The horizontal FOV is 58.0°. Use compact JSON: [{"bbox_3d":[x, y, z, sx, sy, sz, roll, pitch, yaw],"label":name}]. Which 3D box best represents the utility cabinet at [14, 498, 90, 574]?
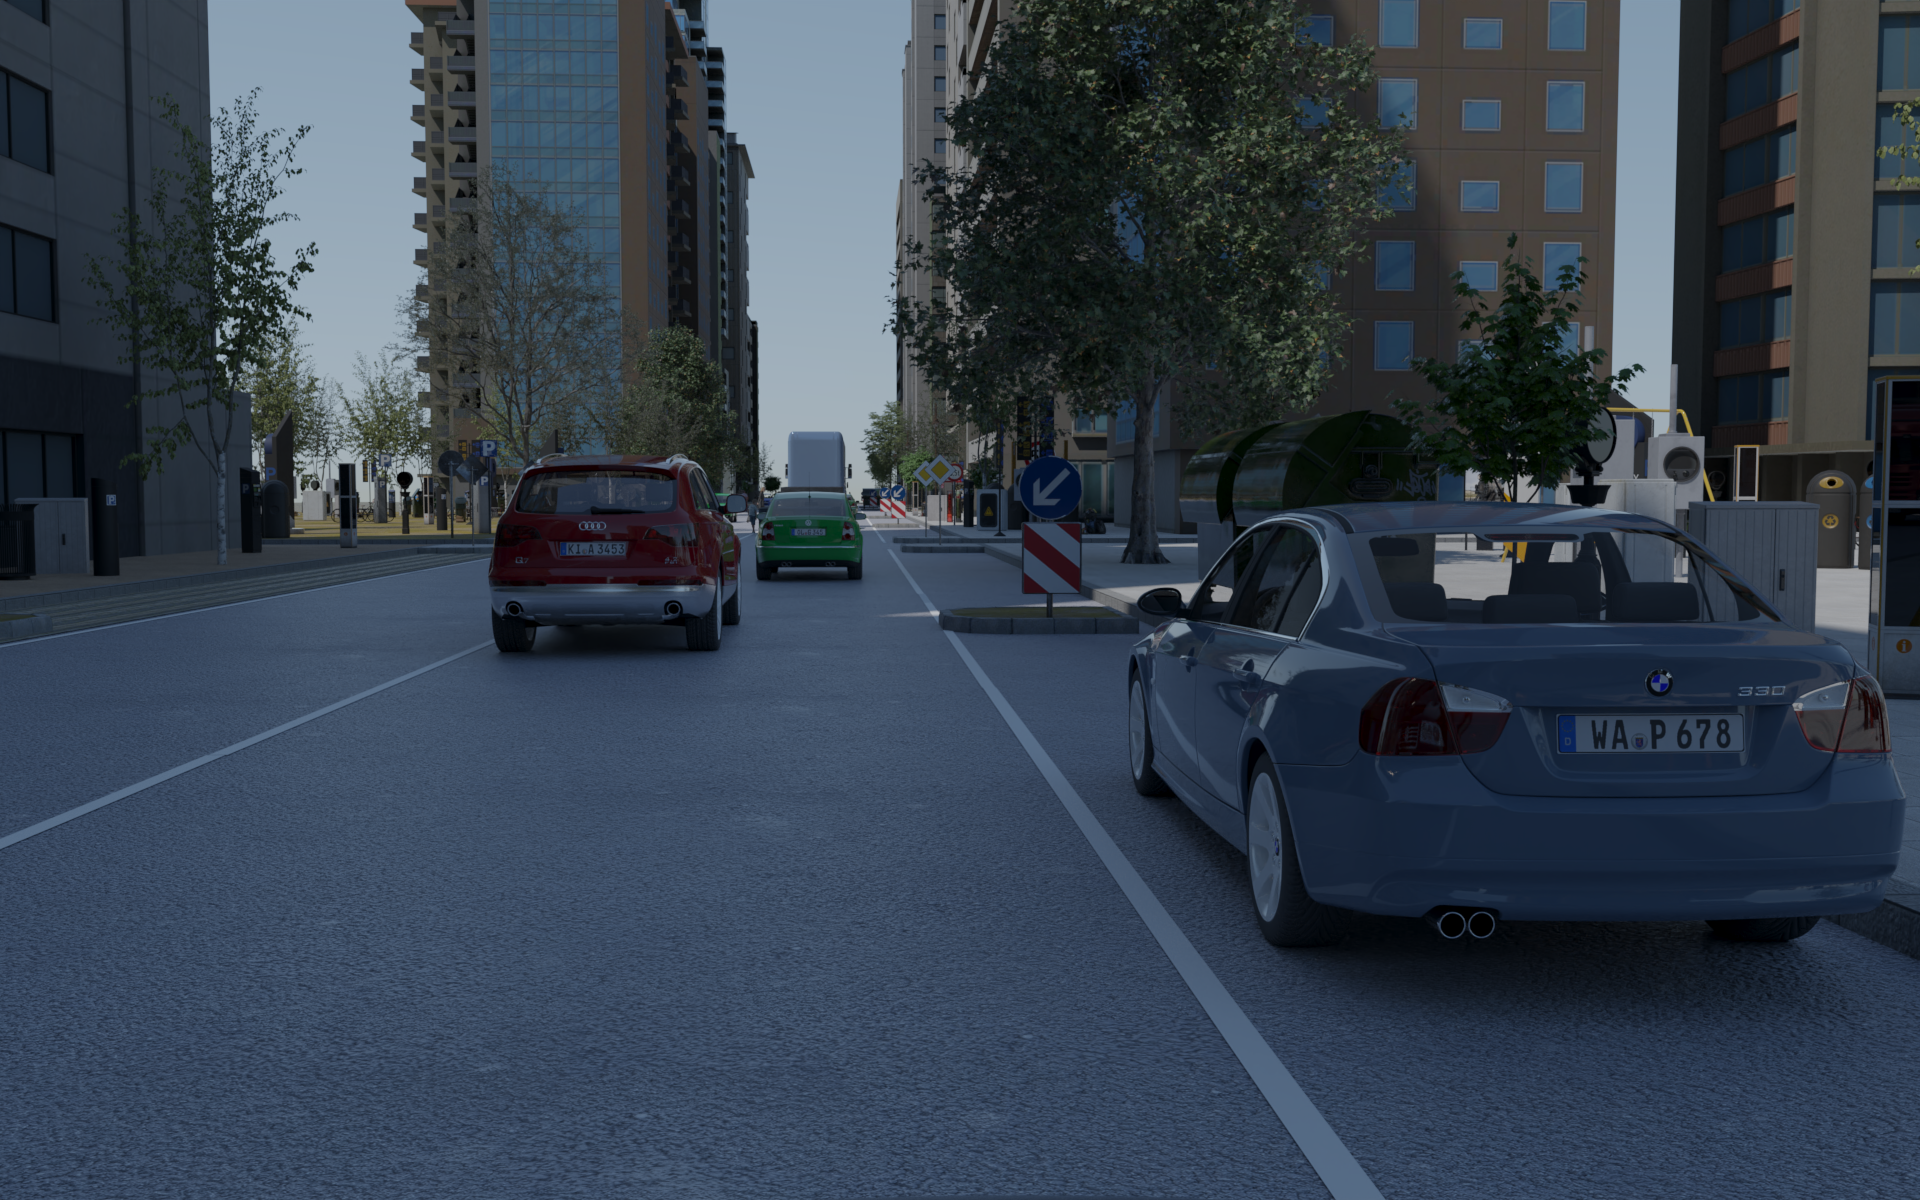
[{"bbox_3d":[-14.653,-1.027,27.961,1.020,1.237,0.306,-1,4,-17],"label":"utility cabinet"}]

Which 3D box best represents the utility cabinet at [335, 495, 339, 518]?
[{"bbox_3d":[-33.679,-5.099,94.523,0.306,1.237,1.020,1,4,20],"label":"utility cabinet"}]

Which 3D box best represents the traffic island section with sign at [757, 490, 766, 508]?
[{"bbox_3d":[-20.645,-10.306,177.126,1.989,1.847,2.006,0,4,-4],"label":"traffic island section with sign"}]

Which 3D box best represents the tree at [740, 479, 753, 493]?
[{"bbox_3d":[-24.935,-12.571,200.134,1.663,3.219,1.824,0,3,0],"label":"tree"}]

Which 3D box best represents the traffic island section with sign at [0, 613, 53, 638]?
[{"bbox_3d":[-10.445,-0.545,17.533,1.989,1.847,2.006,0,4,-4],"label":"traffic island section with sign"}]

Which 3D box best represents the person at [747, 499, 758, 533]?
[{"bbox_3d":[-7.521,-3.038,62.859,0.352,1.250,0.332,-2,4,-35],"label":"person"}]

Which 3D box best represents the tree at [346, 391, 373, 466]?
[{"bbox_3d":[-39.066,-9.519,106.005,4.360,8.622,3.978,0,3,0],"label":"tree"}]

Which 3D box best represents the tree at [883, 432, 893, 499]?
[{"bbox_3d":[-3.390,-11.276,134.730,4.360,8.622,3.978,0,3,0],"label":"tree"}]

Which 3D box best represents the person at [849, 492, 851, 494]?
[{"bbox_3d":[-14.611,-13.421,228.658,1.217,1.735,0.721,-3,5,-42],"label":"person"}]

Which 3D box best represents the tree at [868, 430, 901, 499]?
[{"bbox_3d":[-8.417,-15.140,197.900,4.737,8.622,4.395,0,3,0],"label":"tree"}]

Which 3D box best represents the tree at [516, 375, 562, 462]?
[{"bbox_3d":[-21.447,-8.776,93.852,4.360,8.622,3.978,0,3,0],"label":"tree"}]

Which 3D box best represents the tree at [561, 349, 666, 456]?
[{"bbox_3d":[-16.940,-8.235,85.006,4.360,8.622,3.978,0,3,0],"label":"tree"}]

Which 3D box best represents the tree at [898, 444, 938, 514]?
[{"bbox_3d":[-2.435,-8.008,114.649,4.285,4.588,4.351,0,3,0],"label":"tree"}]

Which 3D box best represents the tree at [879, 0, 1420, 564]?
[{"bbox_3d":[3.412,-7.014,31.688,9.611,12.733,9.660,0,3,0],"label":"tree"}]

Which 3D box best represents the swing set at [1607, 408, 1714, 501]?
[{"bbox_3d":[12.103,-2.081,31.642,3.119,2.851,2.862,-1,4,-21],"label":"swing set"}]

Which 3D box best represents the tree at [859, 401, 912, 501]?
[{"bbox_3d":[-8.339,-17.837,209.758,7.486,12.596,7.792,0,3,0],"label":"tree"}]

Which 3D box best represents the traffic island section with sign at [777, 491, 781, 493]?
[{"bbox_3d":[-24.153,-13.668,232.103,1.989,1.847,2.006,0,4,-4],"label":"traffic island section with sign"}]

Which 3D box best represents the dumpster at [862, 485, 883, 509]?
[{"bbox_3d":[-8.246,-9.695,163.456,1.985,2.255,1.502,0,4,-3],"label":"dumpster"}]

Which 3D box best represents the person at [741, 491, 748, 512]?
[{"bbox_3d":[-17.343,-7.946,139.362,0.756,1.711,0.436,2,4,25],"label":"person"}]

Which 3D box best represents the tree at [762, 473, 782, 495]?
[{"bbox_3d":[-28.813,-17.212,265.135,4.285,4.588,4.351,0,3,0],"label":"tree"}]

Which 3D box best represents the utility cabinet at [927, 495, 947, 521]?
[{"bbox_3d":[-1.034,-4.369,82.596,1.020,1.237,0.306,1,4,13],"label":"utility cabinet"}]

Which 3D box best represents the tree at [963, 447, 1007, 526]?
[{"bbox_3d":[1.072,-4.607,69.919,1.663,3.219,1.824,0,3,0],"label":"tree"}]

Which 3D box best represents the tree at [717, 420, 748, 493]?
[{"bbox_3d":[-21.936,-12.620,156.698,4.360,8.622,3.978,0,3,0],"label":"tree"}]

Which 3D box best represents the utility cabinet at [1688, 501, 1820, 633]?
[{"bbox_3d":[6.783,-0.224,14.826,1.020,1.237,0.306,0,4,-5],"label":"utility cabinet"}]

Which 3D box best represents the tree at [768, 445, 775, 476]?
[{"bbox_3d":[-27.607,-17.674,239.334,4.360,8.622,3.978,0,3,0],"label":"tree"}]

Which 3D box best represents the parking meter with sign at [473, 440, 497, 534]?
[{"bbox_3d":[-15.568,-3.684,56.492,0.543,3.016,1.738,-2,4,-29],"label":"parking meter with sign"}]

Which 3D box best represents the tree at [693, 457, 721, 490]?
[{"bbox_3d":[-21.108,-9.688,142.115,4.285,4.588,4.351,0,3,0],"label":"tree"}]

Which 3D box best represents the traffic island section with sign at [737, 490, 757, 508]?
[{"bbox_3d":[-18.925,-8.659,150.205,1.989,1.847,2.006,0,4,-4],"label":"traffic island section with sign"}]

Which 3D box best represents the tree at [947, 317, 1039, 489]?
[{"bbox_3d":[1.124,-6.932,63.708,4.737,8.622,4.395,0,3,0],"label":"tree"}]

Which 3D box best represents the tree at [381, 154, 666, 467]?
[{"bbox_3d":[-16.158,-9.380,63.739,12.009,13.543,11.850,0,3,0],"label":"tree"}]

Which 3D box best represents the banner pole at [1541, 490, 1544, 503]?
[{"bbox_3d":[17.347,-3.808,52.277,0.863,3.779,0.401,0,4,7],"label":"banner pole"}]

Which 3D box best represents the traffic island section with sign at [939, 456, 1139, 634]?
[{"bbox_3d":[0.783,-0.612,18.638,1.989,1.847,2.006,0,4,-4],"label":"traffic island section with sign"}]

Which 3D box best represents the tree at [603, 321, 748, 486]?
[{"bbox_3d":[-18.826,-12.083,114.563,9.611,12.733,9.660,0,3,0],"label":"tree"}]

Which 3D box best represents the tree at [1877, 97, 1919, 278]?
[{"bbox_3d":[12.066,-4.191,18.887,4.737,8.622,4.395,0,3,0],"label":"tree"}]

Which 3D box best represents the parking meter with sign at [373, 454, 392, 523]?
[{"bbox_3d":[-25.532,-4.901,76.386,0.543,3.016,1.738,-2,4,-31],"label":"parking meter with sign"}]

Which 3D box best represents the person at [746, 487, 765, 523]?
[{"bbox_3d":[-10.159,-4.775,86.793,0.699,1.804,1.509,3,4,37],"label":"person"}]

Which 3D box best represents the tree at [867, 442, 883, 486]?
[{"bbox_3d":[-10.145,-16.969,227.808,4.360,8.622,3.978,0,3,0],"label":"tree"}]

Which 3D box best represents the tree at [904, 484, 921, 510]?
[{"bbox_3d":[-3.778,-9.011,141.929,1.663,3.219,1.824,0,3,0],"label":"tree"}]

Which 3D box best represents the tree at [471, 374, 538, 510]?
[{"bbox_3d":[-27.476,-9.442,104.731,4.737,8.622,4.395,0,3,0],"label":"tree"}]

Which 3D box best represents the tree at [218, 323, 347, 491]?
[{"bbox_3d":[-28.942,-7.474,72.566,4.360,8.622,3.978,0,3,0],"label":"tree"}]

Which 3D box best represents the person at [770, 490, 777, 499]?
[{"bbox_3d":[-18.885,-10.357,177.801,1.348,1.831,0.705,-2,4,-26],"label":"person"}]

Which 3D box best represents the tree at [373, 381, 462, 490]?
[{"bbox_3d":[-34.611,-9.881,111.917,4.360,8.622,3.978,0,3,0],"label":"tree"}]

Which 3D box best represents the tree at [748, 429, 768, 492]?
[{"bbox_3d":[-23.011,-14.114,181.122,4.360,8.622,3.978,0,3,0],"label":"tree"}]

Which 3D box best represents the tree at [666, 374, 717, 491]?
[{"bbox_3d":[-17.875,-9.437,104.654,4.360,8.622,3.978,0,3,0],"label":"tree"}]

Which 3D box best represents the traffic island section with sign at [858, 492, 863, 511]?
[{"bbox_3d":[-7.687,-8.722,151.228,1.989,1.847,2.006,0,4,-4],"label":"traffic island section with sign"}]

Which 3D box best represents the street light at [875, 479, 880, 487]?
[{"bbox_3d":[-13.935,-19.128,285.529,0.468,5.910,1.993,0,4,-4],"label":"street light"}]

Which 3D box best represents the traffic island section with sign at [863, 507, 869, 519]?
[{"bbox_3d":[-4.486,-5.656,101.095,1.989,1.847,2.006,0,4,-4],"label":"traffic island section with sign"}]

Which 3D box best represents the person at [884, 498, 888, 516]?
[{"bbox_3d":[-4.840,-6.152,113.371,0.425,1.301,0.394,1,4,14],"label":"person"}]

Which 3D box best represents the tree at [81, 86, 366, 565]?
[{"bbox_3d":[-13.595,-4.963,31.500,4.737,8.622,4.395,0,3,0],"label":"tree"}]

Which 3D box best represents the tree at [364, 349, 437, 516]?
[{"bbox_3d":[-29.230,-8.353,86.933,4.737,8.622,4.395,0,3,0],"label":"tree"}]

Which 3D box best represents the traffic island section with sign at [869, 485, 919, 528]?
[{"bbox_3d":[-2.771,-4.010,74.194,1.989,1.847,2.006,0,4,-4],"label":"traffic island section with sign"}]

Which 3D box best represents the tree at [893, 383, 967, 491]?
[{"bbox_3d":[-1.053,-9.555,106.583,4.360,8.622,3.978,0,3,0],"label":"tree"}]

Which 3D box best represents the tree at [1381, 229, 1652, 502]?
[{"bbox_3d":[4.088,-1.114,12.818,1.663,3.219,1.824,0,3,0],"label":"tree"}]
